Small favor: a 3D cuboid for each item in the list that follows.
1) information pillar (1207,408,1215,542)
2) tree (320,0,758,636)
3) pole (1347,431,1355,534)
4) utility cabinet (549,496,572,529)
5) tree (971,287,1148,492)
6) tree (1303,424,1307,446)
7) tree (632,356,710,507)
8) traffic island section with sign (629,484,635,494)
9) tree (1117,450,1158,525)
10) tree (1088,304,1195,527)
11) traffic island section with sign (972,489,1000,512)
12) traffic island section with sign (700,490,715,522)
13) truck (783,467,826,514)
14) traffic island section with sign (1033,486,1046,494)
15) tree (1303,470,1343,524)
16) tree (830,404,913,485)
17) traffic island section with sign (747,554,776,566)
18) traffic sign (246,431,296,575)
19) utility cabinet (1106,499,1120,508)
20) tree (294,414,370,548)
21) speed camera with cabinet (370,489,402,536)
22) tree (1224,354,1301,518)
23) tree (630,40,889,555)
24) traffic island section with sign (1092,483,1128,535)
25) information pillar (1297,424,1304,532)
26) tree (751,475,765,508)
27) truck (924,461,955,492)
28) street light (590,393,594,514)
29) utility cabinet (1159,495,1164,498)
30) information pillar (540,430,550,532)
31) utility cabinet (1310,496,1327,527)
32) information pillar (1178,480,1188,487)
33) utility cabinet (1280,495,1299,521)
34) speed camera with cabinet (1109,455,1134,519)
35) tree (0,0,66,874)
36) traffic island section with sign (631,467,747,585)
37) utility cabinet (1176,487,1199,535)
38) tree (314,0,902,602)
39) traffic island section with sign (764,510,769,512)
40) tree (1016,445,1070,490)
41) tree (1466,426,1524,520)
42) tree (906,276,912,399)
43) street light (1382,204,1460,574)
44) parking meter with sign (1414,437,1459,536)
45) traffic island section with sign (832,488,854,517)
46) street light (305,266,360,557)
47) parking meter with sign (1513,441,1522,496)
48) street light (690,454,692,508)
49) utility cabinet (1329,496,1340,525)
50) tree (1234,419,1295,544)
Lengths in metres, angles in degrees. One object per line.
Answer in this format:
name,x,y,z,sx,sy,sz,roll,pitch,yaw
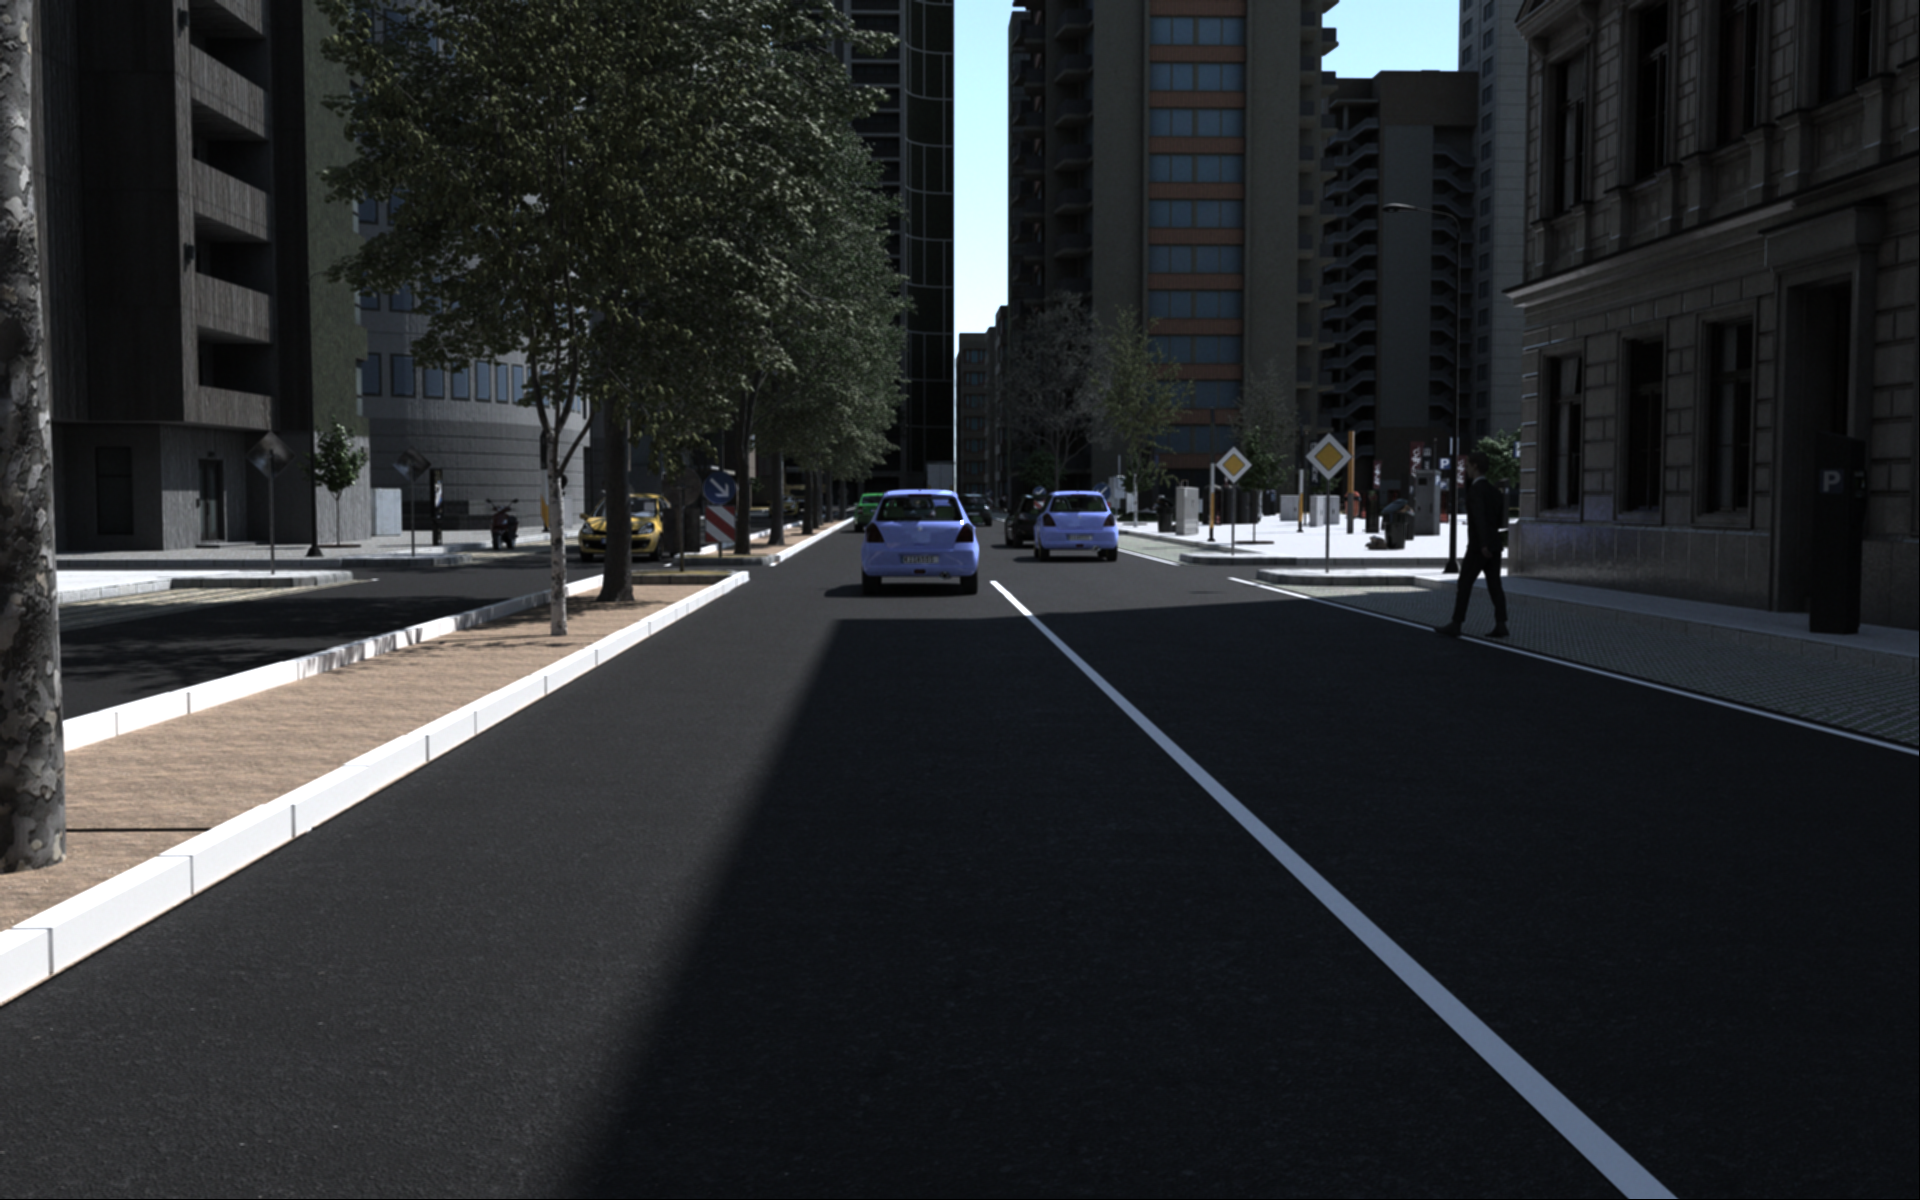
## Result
information pillar,6.815,-3.391,46.802,0.183,3.616,0.504,0,4,4
tree,-3.999,-3.924,16.982,4.737,8.622,4.395,0,3,0
pole,12.622,-3.798,55.939,0.158,3.312,0.155,0,3,0
utility cabinet,-14.653,-3.202,63.518,0.306,1.237,1.020,2,4,26
tree,5.788,-11.700,101.660,12.009,13.543,11.850,0,3,0
tree,19.632,-9.749,109.759,4.360,8.622,3.978,0,3,0
tree,-15.495,-8.758,93.556,4.360,8.622,3.978,0,3,0
traffic island section with sign,-11.837,-3.215,61.201,1.989,1.847,2.006,0,4,-2
tree,7.226,-4.763,72.473,1.663,3.219,1.824,0,3,0
tree,6.859,-7.127,66.884,4.737,8.622,4.395,0,3,0
traffic island section with sign,2.164,-7.915,138.030,1.989,1.847,2.006,0,4,-2
traffic island section with sign,-12.771,-4.863,88.140,1.989,1.847,2.006,0,4,-2
truck,-11.215,-7.892,124.962,3.469,3.379,9.791,0,4,-2
traffic island section with sign,3.896,-4.875,88.326,1.989,1.847,2.006,0,4,-2
tree,15.551,-4.894,74.614,1.663,3.219,1.824,0,3,0
tree,-6.956,-10.140,102.666,8.767,10.594,7.601,0,4,-2
traffic island section with sign,-4.846,-1.673,35.489,2.006,1.907,1.989,0,4,-2
traffic sign,-10.959,-1.463,27.569,0.795,2.450,0.064,0,4,-2
utility cabinet,9.613,-6.158,109.369,1.173,1.500,0.318,-3,5,-41
tree,-15.149,-2.881,41.712,1.663,3.219,1.824,0,3,0
speed camera with cabinet,-17.992,-3.561,52.555,0.660,3.252,2.038,3,4,37
tree,16.025,-8.676,92.208,4.360,8.622,3.978,0,3,0
tree,-4.902,-6.806,39.491,9.928,11.665,9.643,0,3,0
traffic island section with sign,4.832,-3.227,61.387,1.989,1.847,2.006,0,4,-2
information pillar,11.444,-4.083,58.113,0.183,3.616,0.504,0,4,4
tree,-18.484,-9.923,156.835,1.663,3.219,1.824,0,3,0
truck,-1.801,-10.054,153.301,2.839,4.237,11.283,0,4,-1
street light,-13.915,-5.836,67.952,1.470,5.913,1.316,0,4,-2
utility cabinet,10.637,-5.095,94.471,1.020,1.237,0.306,2,4,35
information pillar,-13.994,-4.097,58.337,0.183,3.616,0.504,-2,4,-34
utility cabinet,13.987,-3.469,67.878,0.306,1.237,1.020,2,4,27
information pillar,11.758,-5.281,90.830,0.304,2.012,0.304,0,4,-7
utility cabinet,15.781,-4.366,82.550,1.020,1.237,0.306,1,4,8
speed camera with cabinet,8.611,-5.763,88.563,2.038,3.252,0.660,-2,4,-27
tree,-4.920,-9.084,6.869,12.611,20.169,13.585,0,3,0
traffic island section with sign,-4.597,-1.220,28.086,2.006,1.907,1.989,0,4,-2
utility cabinet,7.102,-2.774,54.034,0.318,1.500,1.173,2,4,30
tree,-4.669,-6.266,23.042,7.486,12.596,7.792,0,3,0
traffic island section with sign,-14.496,-7.871,137.319,1.989,1.847,2.006,0,4,-2
tree,5.490,-7.916,113.146,4.285,4.588,4.351,0,3,0
tree,26.566,-6.204,85.142,4.285,4.588,4.351,0,3,0
tree,-5.281,-7.844,48.837,7.486,12.596,7.792,0,3,0
street light,7.457,-3.387,27.926,1.470,5.913,1.316,0,4,-2
parking meter with sign,14.538,-3.519,53.802,1.738,3.016,0.543,3,5,44
traffic island section with sign,-7.481,-6.266,110.582,2.006,1.907,1.989,0,4,-2
street light,-12.683,-3.840,35.319,1.470,5.913,1.316,0,4,-2
parking meter with sign,18.521,-3.674,56.328,0.543,3.016,1.738,0,4,-1
street light,-15.015,-7.805,100.151,1.470,5.913,1.316,0,4,-2
utility cabinet,15.464,-3.772,72.830,1.020,1.237,0.306,-1,4,-20
tree,7.581,-3.067,44.743,1.663,3.219,1.824,0,3,0
